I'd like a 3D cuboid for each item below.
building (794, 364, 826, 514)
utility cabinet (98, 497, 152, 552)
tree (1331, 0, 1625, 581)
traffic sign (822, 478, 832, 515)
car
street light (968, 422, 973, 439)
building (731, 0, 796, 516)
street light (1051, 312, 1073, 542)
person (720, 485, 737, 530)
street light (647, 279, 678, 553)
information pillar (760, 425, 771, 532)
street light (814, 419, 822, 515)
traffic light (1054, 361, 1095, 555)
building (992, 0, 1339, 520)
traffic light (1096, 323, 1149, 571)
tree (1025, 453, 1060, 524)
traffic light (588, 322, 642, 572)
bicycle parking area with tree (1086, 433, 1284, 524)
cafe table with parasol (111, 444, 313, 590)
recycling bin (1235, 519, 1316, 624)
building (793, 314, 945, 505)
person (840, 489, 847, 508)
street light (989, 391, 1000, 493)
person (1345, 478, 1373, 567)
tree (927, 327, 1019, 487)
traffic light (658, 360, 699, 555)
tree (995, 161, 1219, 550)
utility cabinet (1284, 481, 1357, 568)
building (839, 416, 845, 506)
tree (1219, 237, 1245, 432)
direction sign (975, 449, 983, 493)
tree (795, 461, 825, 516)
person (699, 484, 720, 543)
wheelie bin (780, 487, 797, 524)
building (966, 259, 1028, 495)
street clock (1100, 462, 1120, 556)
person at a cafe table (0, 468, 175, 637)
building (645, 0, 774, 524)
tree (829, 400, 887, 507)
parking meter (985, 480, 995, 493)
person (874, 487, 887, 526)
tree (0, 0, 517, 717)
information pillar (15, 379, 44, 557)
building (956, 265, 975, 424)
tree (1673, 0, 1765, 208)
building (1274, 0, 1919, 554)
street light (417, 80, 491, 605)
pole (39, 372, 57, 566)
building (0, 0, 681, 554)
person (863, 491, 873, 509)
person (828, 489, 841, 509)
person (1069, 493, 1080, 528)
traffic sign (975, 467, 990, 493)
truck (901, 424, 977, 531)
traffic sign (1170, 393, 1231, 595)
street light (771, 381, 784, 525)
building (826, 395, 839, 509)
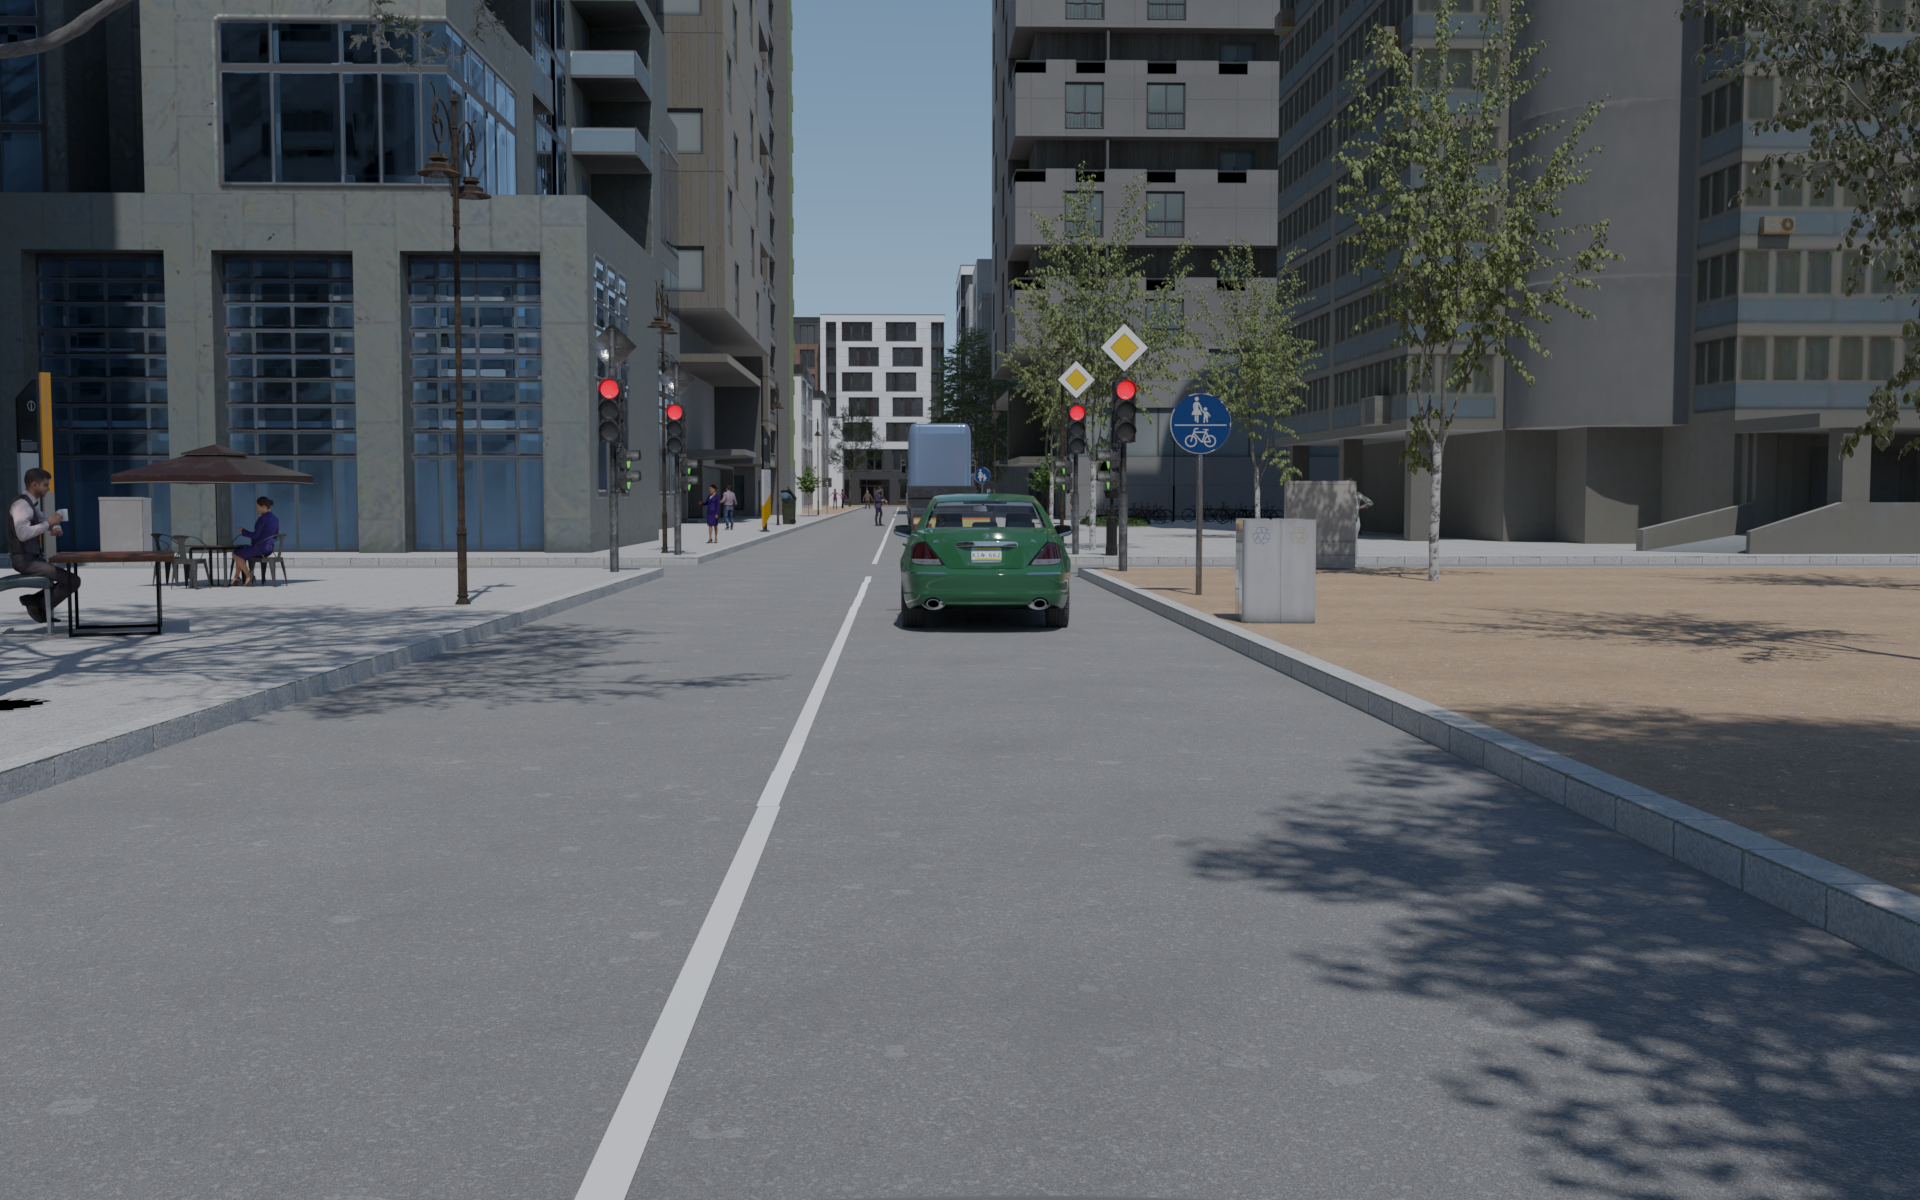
[{"bbox_3d":[-15.114,-11.234,125.818,9.099,9.664,28.070,0,4,-2],"label":"building"},{"bbox_3d":[-17.043,-1.482,35.396,1.020,1.237,0.306,1,4,12],"label":"utility cabinet"},{"bbox_3d":[7.232,-4.592,25.440,4.737,8.622,4.395,0,3,0],"label":"tree"},{"bbox_3d":[-8.334,-6.509,108.545,0.606,2.300,0.079,0,4,8],"label":"traffic sign"},{"bbox_3d":[0.273,-0.503,20.027,2.131,1.459,4.920,0,3,0],"label":"car"},{"bbox_3d":[0.543,-8.454,111.014,0.468,5.910,1.993,0,4,-2],"label":"street light"},{"bbox_3d":[-17.252,-25.578,101.799,14.154,41.232,14.086,0,4,-2],"label":"building"},{"bbox_3d":[2.593,-4.352,43.935,0.468,5.910,1.993,0,4,-2],"label":"street light"},{"bbox_3d":[-8.244,-3.284,61.690,0.435,1.587,0.963,3,5,43],"label":"person"},{"bbox_3d":[-6.413,-3.956,37.473,0.468,5.910,1.993,0,4,-2],"label":"street light"},{"bbox_3d":[-6.590,-4.125,58.799,0.183,3.616,0.504,1,4,23],"label":"information pillar"},{"bbox_3d":[-8.580,-8.066,104.669,0.468,5.910,1.993,0,4,-2],"label":"street light"},{"bbox_3d":[2.431,-2.919,36.648,0.839,4.253,0.868,0,4,-2],"label":"traffic light"},{"bbox_3d":[15.837,-31.101,97.746,28.713,52.752,27.495,0,4,-2],"label":"building"},{"bbox_3d":[2.687,-2.431,28.667,0.839,4.253,0.868,0,4,-2],"label":"traffic light"},{"bbox_3d":[3.857,-4.880,74.388,1.663,3.219,1.824,0,3,0],"label":"tree"},{"bbox_3d":[-5.669,-2.414,28.384,0.839,4.253,0.868,0,4,-2],"label":"traffic light"},{"bbox_3d":[9.928,-5.535,77.499,9.016,4.147,8.231,1,4,9],"label":"bicycle parking area with tree"},{"bbox_3d":[-10.290,-1.169,23.976,2.610,1.966,2.610,-2,4,-27],"label":"cafe table with parasol"},{"bbox_3d":[3.180,-0.302,17.489,0.722,1.027,0.722,0,4,3],"label":"recycling bin"},{"bbox_3d":[-18.461,-22.406,210.312,32.646,21.610,27.936,0,4,-2],"label":"building"},{"bbox_3d":[-10.373,-9.028,154.333,0.721,1.739,1.217,1,4,21],"label":"person"},{"bbox_3d":[1.556,-6.407,77.536,0.468,5.910,1.993,0,4,-2],"label":"street light"},{"bbox_3d":[7.548,-1.491,33.596,0.841,1.734,0.376,3,5,42],"label":"person"},{"bbox_3d":[0.954,-12.226,118.022,7.486,12.596,7.792,0,3,0],"label":"tree"},{"bbox_3d":[-5.925,-2.902,36.365,0.839,4.253,0.868,0,4,-2],"label":"traffic light"},{"bbox_3d":[3.269,-5.441,39.325,4.737,8.622,4.395,0,3,0],"label":"tree"},{"bbox_3d":[6.139,-1.277,29.561,1.173,1.500,0.318,0,4,4],"label":"utility cabinet"},{"bbox_3d":[-26.267,-14.684,182.225,28.070,9.664,9.099,0,4,-2],"label":"building"},{"bbox_3d":[8.338,-6.031,48.963,4.737,8.622,4.395,0,3,0],"label":"tree"},{"bbox_3d":[0.952,-5.808,86.952,0.379,3.537,0.876,-1,4,-23],"label":"direction sign"},{"bbox_3d":[-8.810,-6.447,100.016,1.663,3.219,1.824,0,3,0],"label":"tree"},{"bbox_3d":[-6.479,-2.238,44.999,0.453,1.535,0.546,1,4,11],"label":"person"},{"bbox_3d":[-7.243,-3.994,73.217,0.693,1.594,0.980,0,4,-3],"label":"wheelie bin"},{"bbox_3d":[9.383,-16.675,139.090,16.747,18.905,31.486,0,4,-2],"label":"building"},{"bbox_3d":[3.151,-1.919,35.950,0.471,2.002,0.358,3,4,38],"label":"street clock"},{"bbox_3d":[-8.133,-0.455,15.958,1.622,1.524,1.698,-2,4,-24],"label":"person at a cafe table"},{"bbox_3d":[-23.176,-30.046,80.496,28.713,52.752,27.495,0,4,-2],"label":"building"},{"bbox_3d":[-11.172,-14.625,173.523,8.767,10.594,7.601,1,4,10],"label":"tree"},{"bbox_3d":[1.287,-4.170,73.895,0.399,1.863,0.255,2,4,25],"label":"parking meter"},{"bbox_3d":[-3.533,-4.187,77.409,0.568,1.767,0.683,1,4,12],"label":"person"},{"bbox_3d":[-6.141,-6.076,9.717,12.009,13.543,11.850,0,3,0],"label":"tree"},{"bbox_3d":[-18.870,-2.675,35.097,0.183,3.616,0.504,1,4,15],"label":"information pillar"},{"bbox_3d":[13.481,-20.011,171.160,27.936,21.610,32.646,0,4,-2],"label":"building"},{"bbox_3d":[7.439,-3.809,12.644,4.360,8.622,3.978,0,3,0],"label":"tree"},{"bbox_3d":[23.254,-22.025,51.986,23.993,40.220,32.217,0,4,-2],"label":"building"},{"bbox_3d":[-5.780,-2.885,19.960,0.468,5.910,1.993,0,4,-2],"label":"street light"},{"bbox_3d":[-15.369,-2.161,29.174,0.158,3.312,0.155,0,3,0],"label":"pole"},{"bbox_3d":[-19.693,-45.109,50.208,22.319,86.520,31.000,0,4,-2],"label":"building"},{"bbox_3d":[-8.918,-9.693,167.527,0.990,1.755,0.434,0,4,7],"label":"person"},{"bbox_3d":[-10.444,-8.458,145.021,1.217,1.739,0.721,-1,4,-16],"label":"person"},{"bbox_3d":[4.298,-3.346,64.662,0.340,1.345,0.435,2,4,24],"label":"person"},{"bbox_3d":[1.067,-5.053,82.720,0.768,2.556,0.104,0,4,4],"label":"traffic sign"},{"bbox_3d":[-0.570,-4.318,60.360,2.967,4.110,18.799,0,4,-2],"label":"truck"},{"bbox_3d":[3.033,-1.335,21.930,0.768,2.556,0.104,0,4,1],"label":"traffic sign"},{"bbox_3d":[-7.481,-6.008,71.017,0.468,5.910,1.993,0,4,-2],"label":"street light"},{"bbox_3d":[-16.072,-12.946,153.819,9.099,9.664,28.070,0,4,-2],"label":"building"}]
